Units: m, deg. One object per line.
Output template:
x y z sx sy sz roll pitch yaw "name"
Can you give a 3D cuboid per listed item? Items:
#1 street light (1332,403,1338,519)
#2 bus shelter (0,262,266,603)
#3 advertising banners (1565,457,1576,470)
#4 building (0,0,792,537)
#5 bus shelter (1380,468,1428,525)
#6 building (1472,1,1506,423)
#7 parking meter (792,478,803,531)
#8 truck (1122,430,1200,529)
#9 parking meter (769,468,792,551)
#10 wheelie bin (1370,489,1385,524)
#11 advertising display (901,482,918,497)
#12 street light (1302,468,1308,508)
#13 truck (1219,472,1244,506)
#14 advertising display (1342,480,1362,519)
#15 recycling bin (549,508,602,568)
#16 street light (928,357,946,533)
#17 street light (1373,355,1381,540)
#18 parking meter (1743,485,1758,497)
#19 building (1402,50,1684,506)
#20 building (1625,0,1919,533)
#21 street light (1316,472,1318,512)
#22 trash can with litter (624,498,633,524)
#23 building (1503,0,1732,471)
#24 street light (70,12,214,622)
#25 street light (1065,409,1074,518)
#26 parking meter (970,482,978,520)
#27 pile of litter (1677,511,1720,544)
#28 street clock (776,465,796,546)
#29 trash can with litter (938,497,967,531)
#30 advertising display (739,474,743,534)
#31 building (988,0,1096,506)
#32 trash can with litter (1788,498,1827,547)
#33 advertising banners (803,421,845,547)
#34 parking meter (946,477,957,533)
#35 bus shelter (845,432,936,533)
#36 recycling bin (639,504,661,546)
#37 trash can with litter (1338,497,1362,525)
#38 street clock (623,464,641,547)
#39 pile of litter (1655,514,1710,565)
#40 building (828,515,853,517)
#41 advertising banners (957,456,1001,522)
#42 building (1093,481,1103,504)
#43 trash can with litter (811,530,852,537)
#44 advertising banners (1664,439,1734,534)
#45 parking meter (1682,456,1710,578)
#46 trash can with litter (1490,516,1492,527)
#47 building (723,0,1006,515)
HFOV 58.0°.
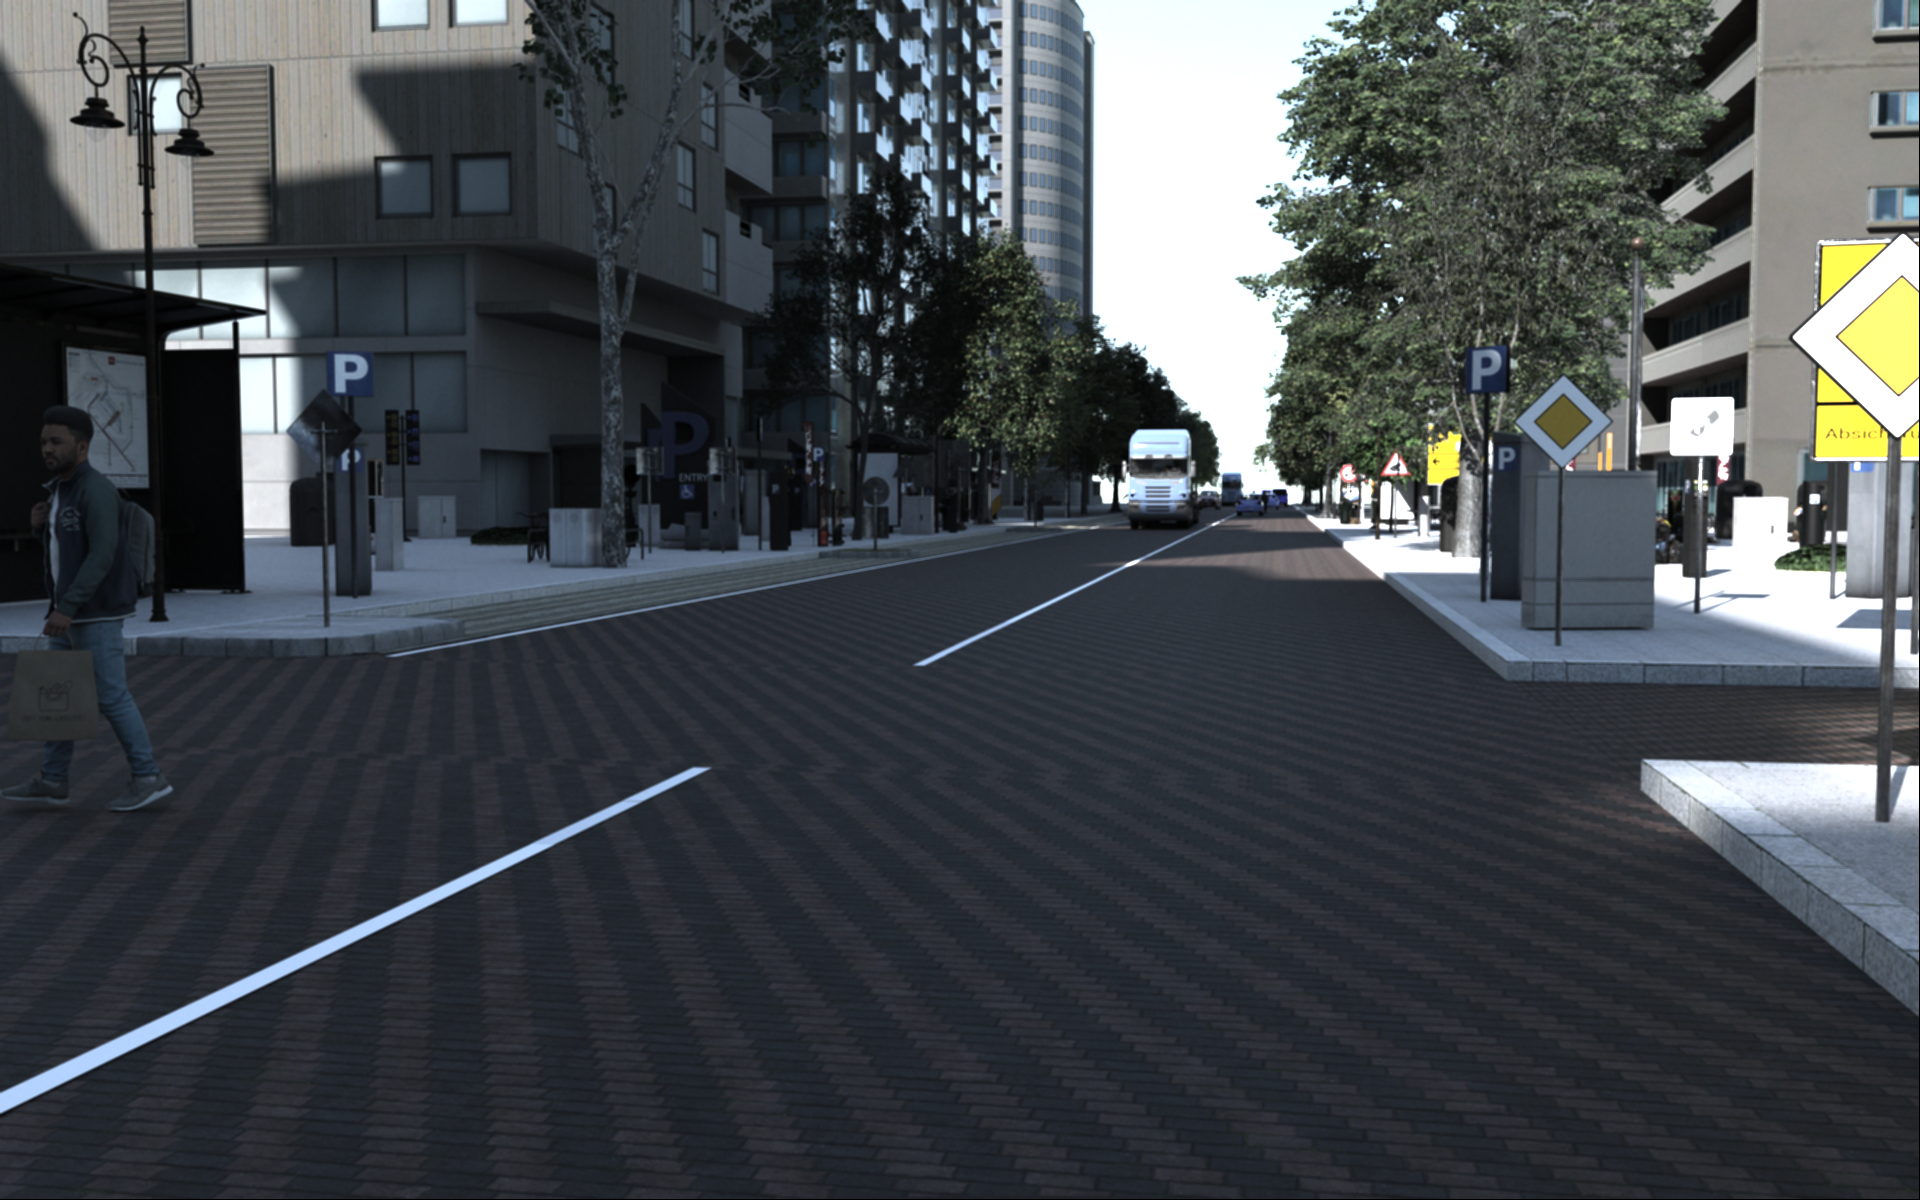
19.069 -7.045 87.979 0.468 5.910 1.993 1 4 10 "street light"
-10.278 -1.720 19.405 1.731 3.624 6.357 1 4 11 "bus shelter"
18.759 -3.599 55.027 0.090 3.025 2.074 -2 4 -30 "advertising banners"
-23.006 -29.037 63.991 28.713 52.752 27.495 1 4 10 "building"
17.692 -4.599 69.113 2.014 3.302 5.546 1 4 10 "bus shelter"
51.440 -31.349 132.169 23.786 49.044 30.456 1 4 10 "building"
-5.715 -3.349 60.465 0.399 1.863 0.255 -2 4 -28 "parking meter"
9.380 -5.411 78.233 2.967 4.110 18.799 1 4 9 "truck"
-4.114 -2.053 39.275 0.399 1.863 0.255 2 4 31 "parking meter"
18.328 -4.135 75.521 0.980 1.594 0.693 3 4 38 "wheelie bin"
-2.700 -5.298 91.829 0.974 1.923 0.123 -1 4 -18 "advertising display"
32.613 -11.612 162.638 0.468 5.910 1.993 1 4 10 "street light"
33.690 -13.648 212.902 2.967 4.110 18.799 1 4 11 "truck"
17.508 -4.419 77.466 0.123 1.923 0.974 -3 5 -42 "advertising display"
-6.748 -1.100 30.534 0.722 1.027 0.722 1 4 19 "recycling bin"
-0.763 -5.141 56.842 0.468 5.910 1.993 1 4 10 "street light"
11.718 -4.626 48.429 0.468 5.910 1.993 1 4 10 "street light"
21.863 -2.418 47.943 0.372 1.533 0.369 0 3 0 "parking meter"
66.436 -37.500 202.365 28.713 52.752 27.495 1 4 10 "building"
38.288 -26.914 63.739 21.300 48.544 21.600 1 4 10 "building"
25.357 -9.187 122.991 0.468 5.910 1.993 1 4 10 "street light"
-10.111 -2.393 50.519 1.055 1.170 0.624 -3 5 -44 "trash can with litter"
42.003 -26.170 111.476 14.154 41.232 14.086 1 4 10 "building"
-8.076 -2.722 17.285 0.468 5.910 1.993 1 4 10 "street light"
5.808 -7.322 92.510 0.468 5.910 1.993 1 4 10 "street light"
0.682 -4.876 85.441 0.255 1.863 0.399 -2 4 -27 "parking meter"
19.136 -1.914 45.266 1.176 0.858 1.719 0 4 1 "pile of litter"
-4.296 -2.334 42.737 0.471 2.002 0.358 -2 4 -32 "street clock"
-0.267 -3.011 60.613 0.624 1.170 1.055 3 5 42 "trash can with litter"
-6.761 -3.064 55.306 0.123 1.923 0.974 -2 4 -34 "advertising display"
3.588 -40.293 200.789 21.231 58.520 28.212 1 4 10 "building"
19.845 -1.785 40.572 0.624 1.170 1.055 1 4 22 "trash can with litter"
-3.339 -2.822 42.321 0.090 3.025 2.074 2 4 24 "advertising banners"
-0.225 -3.161 57.395 0.255 1.863 0.399 0 4 3 "parking meter"
-2.259 -3.976 58.938 2.014 3.302 5.546 1 4 11 "bus shelter"
-7.450 -1.851 42.817 0.722 1.027 0.722 2 4 26 "recycling bin"
16.493 -3.774 73.093 0.624 1.170 1.055 -3 4 -39 "trash can with litter"
-7.964 -2.279 41.834 0.471 2.002 0.358 -3 4 -36 "street clock"
12.581 -1.091 31.797 1.719 0.858 1.176 -1 4 -16 "pile of litter"
-14.292 -29.949 109.267 23.786 49.044 30.456 1 4 10 "building"
0.900 -5.085 79.323 2.074 3.025 0.090 0 4 -5 "advertising banners"
2.152 -32.800 228.165 32.217 40.220 23.993 1 4 10 "building"
-3.706 -2.549 52.733 1.678 1.210 2.233 -1 4 -9 "trash can with litter"
23.543 -3.607 55.161 2.074 3.025 0.090 0 4 5 "advertising banners"
11.250 -1.270 26.481 0.255 1.863 0.399 0 4 3 "parking meter"
7.758 -0.809 24.615 0.624 1.170 1.055 0 4 7 "trash can with litter"
-9.299 -31.791 139.390 23.786 49.044 30.456 1 4 10 "building"
